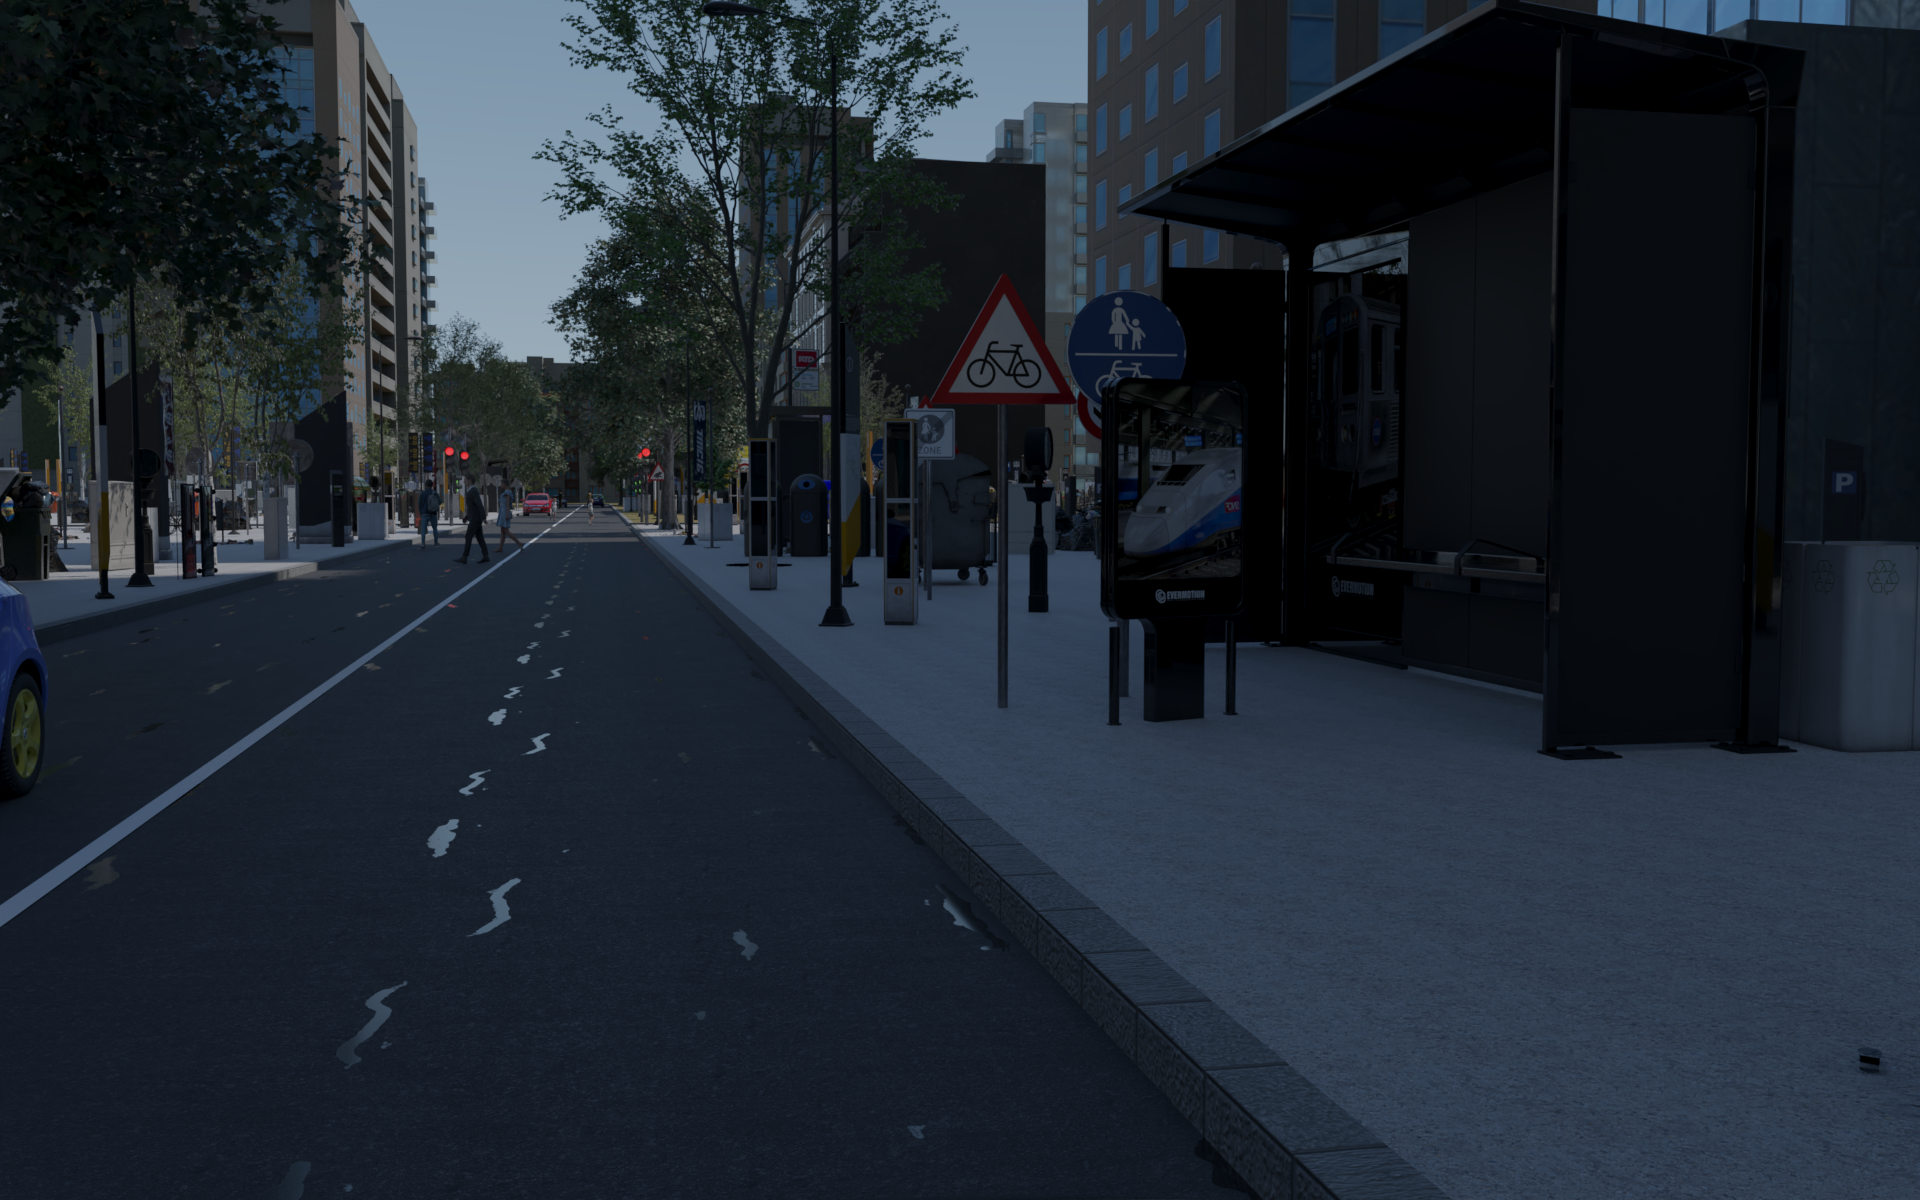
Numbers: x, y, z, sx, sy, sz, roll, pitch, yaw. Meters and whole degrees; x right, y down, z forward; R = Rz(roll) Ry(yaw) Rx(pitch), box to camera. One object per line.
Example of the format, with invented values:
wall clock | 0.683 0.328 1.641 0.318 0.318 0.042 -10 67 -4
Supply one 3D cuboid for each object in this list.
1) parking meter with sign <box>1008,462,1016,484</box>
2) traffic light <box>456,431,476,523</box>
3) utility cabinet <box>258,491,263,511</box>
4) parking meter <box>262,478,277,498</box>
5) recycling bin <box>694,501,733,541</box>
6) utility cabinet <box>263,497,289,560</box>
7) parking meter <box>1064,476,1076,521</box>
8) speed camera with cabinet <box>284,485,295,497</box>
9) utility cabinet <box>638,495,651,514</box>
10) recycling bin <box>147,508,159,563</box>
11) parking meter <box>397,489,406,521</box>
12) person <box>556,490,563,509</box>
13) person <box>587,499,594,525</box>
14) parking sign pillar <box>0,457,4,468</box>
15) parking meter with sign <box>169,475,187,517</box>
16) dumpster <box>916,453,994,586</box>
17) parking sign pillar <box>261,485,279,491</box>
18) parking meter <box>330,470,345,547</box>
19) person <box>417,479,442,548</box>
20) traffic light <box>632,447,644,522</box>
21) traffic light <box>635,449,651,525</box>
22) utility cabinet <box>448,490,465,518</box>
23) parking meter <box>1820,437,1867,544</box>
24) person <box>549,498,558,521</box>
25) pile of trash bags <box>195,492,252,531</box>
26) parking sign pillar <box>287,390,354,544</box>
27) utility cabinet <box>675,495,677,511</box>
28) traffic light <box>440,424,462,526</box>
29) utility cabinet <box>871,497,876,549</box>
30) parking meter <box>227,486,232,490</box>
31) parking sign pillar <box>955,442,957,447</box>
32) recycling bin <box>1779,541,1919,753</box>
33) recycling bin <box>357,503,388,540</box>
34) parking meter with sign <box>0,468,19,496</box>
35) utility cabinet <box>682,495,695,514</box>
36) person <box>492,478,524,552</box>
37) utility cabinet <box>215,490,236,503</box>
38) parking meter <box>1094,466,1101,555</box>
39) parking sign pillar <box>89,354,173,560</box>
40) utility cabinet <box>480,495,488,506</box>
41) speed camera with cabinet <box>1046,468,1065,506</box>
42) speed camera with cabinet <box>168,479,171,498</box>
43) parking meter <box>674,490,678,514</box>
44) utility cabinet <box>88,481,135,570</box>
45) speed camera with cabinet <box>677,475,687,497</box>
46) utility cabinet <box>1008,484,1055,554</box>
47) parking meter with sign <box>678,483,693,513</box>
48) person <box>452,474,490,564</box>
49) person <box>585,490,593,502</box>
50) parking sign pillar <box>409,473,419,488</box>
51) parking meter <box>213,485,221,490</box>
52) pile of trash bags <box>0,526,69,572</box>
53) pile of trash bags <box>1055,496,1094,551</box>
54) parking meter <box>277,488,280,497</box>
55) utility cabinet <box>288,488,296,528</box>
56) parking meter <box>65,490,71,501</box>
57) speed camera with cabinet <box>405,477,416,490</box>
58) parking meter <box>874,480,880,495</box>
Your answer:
parking meter with sign | 2.774 -5.992 94.229 0.543 3.016 1.738 1 4 21
traffic light | -21.976 -5.390 77.046 0.839 4.253 0.868 -1 4 -12
utility cabinet | -52.559 -7.475 130.892 1.173 1.500 0.318 0 4 2
parking meter | -23.163 -3.206 58.128 0.255 1.863 0.399 3 5 42
recycling bin | -6.755 -2.155 47.793 0.722 1.027 0.722 -3 5 -42
utility cabinet | -13.502 -1.407 34.166 0.306 1.237 1.020 -1 4 -12
parking meter | 3.574 -3.082 56.109 0.255 1.863 0.399 -2 4 -26
speed camera with cabinet | -24.904 -4.413 66.493 2.038 3.252 0.660 -2 4 -33
utility cabinet | -20.406 -6.167 111.988 0.306 1.237 1.020 -3 5 -42
recycling bin | -15.248 -1.181 31.861 0.722 1.027 0.722 0 4 -3
parking meter | -26.315 -4.478 81.632 0.372 1.533 0.369 0 3 0
person | -38.110 -9.593 164.980 0.705 1.869 1.348 -3 5 -43
person | -17.240 -4.100 80.547 0.382 1.210 0.505 -2 4 -35
parking sign pillar | -70.297 -8.417 126.089 1.447 3.967 1.447 -2 4 -29
parking meter with sign | -44.499 -6.283 98.980 1.738 3.016 0.543 1 4 21
dumpster | -0.273 -1.166 24.828 1.264 1.857 1.865 -1 4 -12
parking sign pillar | -41.342 -7.160 105.539 1.447 3.967 1.447 1 4 10
parking meter | -15.069 -2.214 41.912 0.255 1.863 0.399 -2 4 -28
person | -14.006 -2.269 45.577 0.794 1.824 0.713 1 4 12
traffic light | -14.479 -5.486 78.620 0.839 4.253 0.868 -1 4 -12
traffic light | -12.849 -5.008 70.803 0.839 4.253 0.868 -1 4 -12
utility cabinet | -27.012 -5.174 93.278 1.173 1.500 0.318 0 4 0
parking meter | 9.121 -0.746 17.901 0.399 1.863 0.255 1 4 20
person | -21.808 -4.860 92.975 0.382 1.210 0.505 1 4 17
pile of trash bags | -26.365 -3.129 60.904 1.912 1.369 3.447 0 4 0
parking sign pillar | -16.560 -3.458 45.018 1.447 3.967 1.447 0 4 -7
utility cabinet | -16.542 -5.407 99.566 0.306 1.237 1.020 0 4 2
traffic light | -20.346 -4.912 69.229 0.839 4.253 0.868 -1 4 -12
utility cabinet | -1.835 -1.806 40.692 1.020 1.237 0.306 0 4 6
parking meter | -49.808 -6.884 118.269 0.399 1.863 0.255 0 4 7
parking sign pillar | -0.379 -6.200 89.839 1.447 3.967 1.447 -2 4 -26
recycling bin | 4.684 0.220 8.960 0.722 1.027 0.722 -1 4 -9
recycling bin | -16.533 -2.215 48.764 0.722 1.027 0.722 -1 4 -9
parking meter with sign | -27.555 -3.285 49.973 1.738 3.016 0.543 -1 4 -16
utility cabinet | -16.949 -5.972 108.800 1.020 1.237 0.306 1 4 10
person | -11.080 -2.070 42.437 0.778 1.811 0.616 0 4 -2
utility cabinet | -40.868 -5.358 96.286 1.173 1.500 0.318 -3 5 -40
parking meter | 3.024 -1.867 36.236 0.399 1.863 0.255 3 5 42
parking sign pillar | -16.121 -2.761 33.622 1.447 3.967 1.447 0 4 -4
utility cabinet | -31.312 -6.185 112.284 1.020 1.237 0.306 0 4 4
speed camera with cabinet | 6.251 -7.264 113.108 2.038 3.252 0.660 -1 4 -18
speed camera with cabinet | -48.909 -6.773 105.079 2.038 3.252 0.660 1 4 19
parking meter | -18.532 -6.385 112.803 0.372 1.533 0.369 0 3 0
utility cabinet | -14.257 -1.260 29.272 0.318 1.500 1.173 0 3 0
speed camera with cabinet | -19.155 -7.912 123.691 2.038 3.252 0.660 -2 4 -33
utility cabinet | 1.427 -1.730 36.957 1.173 1.500 0.318 1 4 14
parking meter with sign | -18.136 -7.302 115.651 1.738 3.016 0.543 0 4 -8
person | -10.074 -1.675 35.671 0.755 1.850 0.659 -1 4 -12
person | -37.233 -10.113 173.947 0.705 1.812 1.348 1 4 22
parking sign pillar | -41.315 -8.738 131.332 1.447 3.967 1.447 0 4 3
parking meter | -46.658 -6.305 108.802 0.255 1.863 0.399 3 4 36
pile of trash bags | -15.549 -1.130 28.233 1.912 1.369 3.447 -1 4 -12
pile of trash bags | 2.599 -1.877 40.438 1.912 1.369 3.447 -2 4 -24
parking meter | -29.688 -4.091 75.293 0.372 1.533 0.369 0 3 0
utility cabinet | -24.592 -3.402 64.300 0.318 1.500 1.173 -3 4 -38
parking meter | -53.975 -5.897 104.834 0.372 1.533 0.369 0 3 0
speed camera with cabinet | -39.934 -8.177 128.022 2.038 3.252 0.660 -2 4 -32
parking meter | -3.392 -4.058 72.061 0.255 1.863 0.399 1 4 13
